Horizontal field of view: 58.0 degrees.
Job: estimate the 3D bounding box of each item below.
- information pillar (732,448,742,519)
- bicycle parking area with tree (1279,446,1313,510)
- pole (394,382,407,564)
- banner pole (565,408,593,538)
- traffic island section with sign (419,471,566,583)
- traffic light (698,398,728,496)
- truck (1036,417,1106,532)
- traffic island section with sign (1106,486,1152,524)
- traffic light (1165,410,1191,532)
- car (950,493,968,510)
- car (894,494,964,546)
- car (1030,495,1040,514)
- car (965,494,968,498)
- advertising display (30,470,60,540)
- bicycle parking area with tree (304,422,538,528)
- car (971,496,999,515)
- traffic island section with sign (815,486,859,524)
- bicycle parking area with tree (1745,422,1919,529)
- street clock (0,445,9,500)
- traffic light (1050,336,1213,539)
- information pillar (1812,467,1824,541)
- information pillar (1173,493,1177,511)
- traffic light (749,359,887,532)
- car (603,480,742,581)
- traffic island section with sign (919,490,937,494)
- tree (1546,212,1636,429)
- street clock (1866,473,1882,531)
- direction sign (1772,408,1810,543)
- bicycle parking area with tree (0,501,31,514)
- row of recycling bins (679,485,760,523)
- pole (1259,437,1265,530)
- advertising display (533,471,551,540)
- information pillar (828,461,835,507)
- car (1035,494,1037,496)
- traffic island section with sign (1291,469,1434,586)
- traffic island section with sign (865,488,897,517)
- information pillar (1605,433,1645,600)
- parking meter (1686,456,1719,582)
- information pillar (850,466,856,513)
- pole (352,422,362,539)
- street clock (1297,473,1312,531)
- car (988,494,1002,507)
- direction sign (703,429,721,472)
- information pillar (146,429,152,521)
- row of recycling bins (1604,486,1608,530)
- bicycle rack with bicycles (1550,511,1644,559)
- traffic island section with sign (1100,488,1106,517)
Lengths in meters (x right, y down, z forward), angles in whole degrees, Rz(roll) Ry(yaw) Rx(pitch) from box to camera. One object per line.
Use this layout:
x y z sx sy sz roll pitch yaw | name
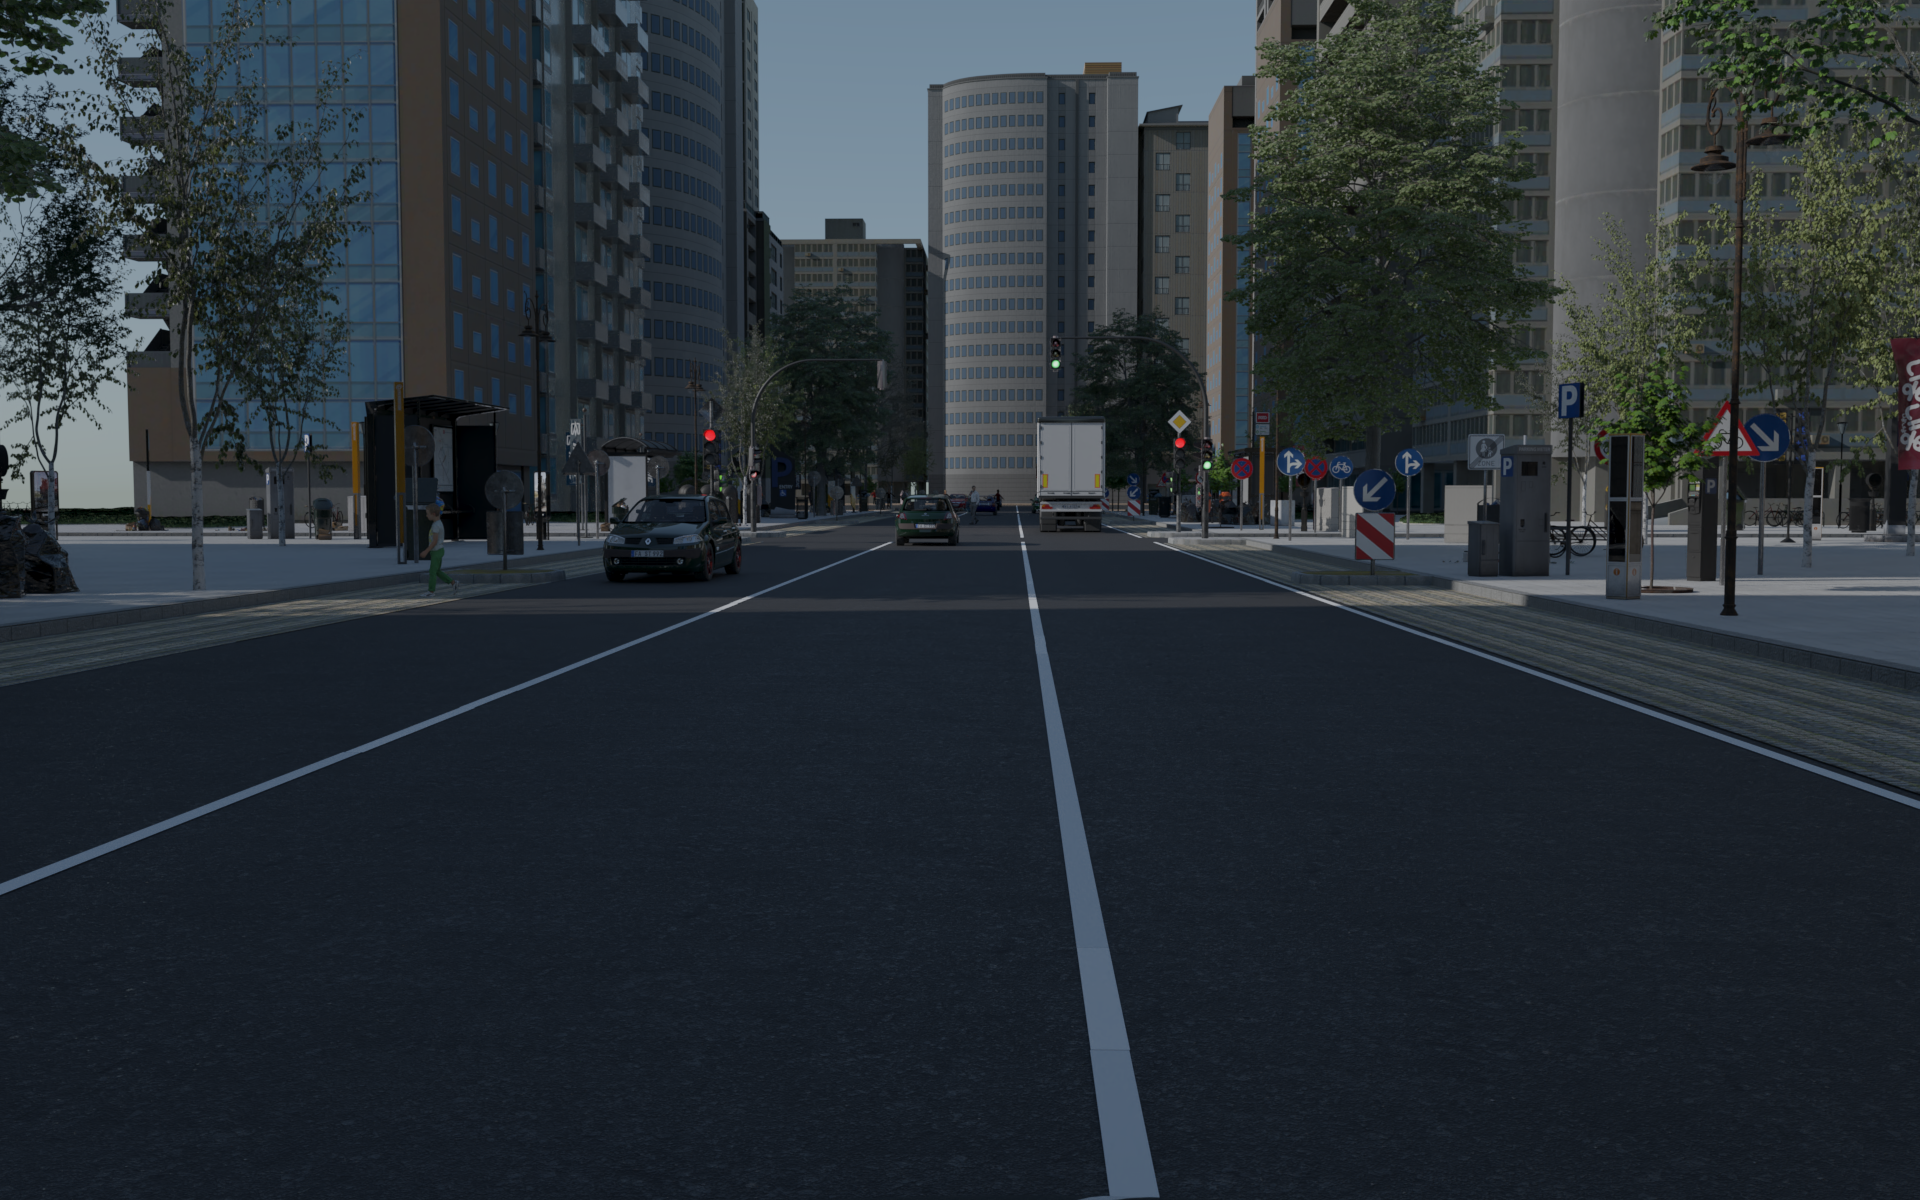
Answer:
-11.341 -5.927 88.258 0.504 3.616 0.183 1 4 8 | information pillar
19.789 -7.277 105.988 9.016 4.147 8.231 2 4 29 | bicycle parking area with tree
-10.207 -2.308 31.576 0.158 3.312 0.155 0 3 0 | pole
-11.093 -3.703 50.560 0.863 3.779 0.401 2 4 35 | banner pole
-7.606 -1.216 28.508 1.989 1.847 2.006 0 4 2 | traffic island section with sign
-7.197 -3.760 50.399 0.839 4.253 0.868 0 4 2 | traffic light
4.342 -4.857 68.332 2.839 4.237 11.283 0 4 3 | truck
8.144 -4.533 82.742 1.989 1.847 2.006 0 4 2 | traffic island section with sign
7.310 -4.222 57.948 0.839 4.253 0.868 0 4 2 | traffic light
-0.225 -8.826 153.339 2.155 1.783 4.494 0 4 4 | car
-0.904 -2.424 49.422 2.009 1.686 4.222 0 4 1 | car
6.248 -7.125 128.285 2.131 1.459 4.920 0 4 1 | car
0.181 -11.460 197.599 2.015 1.641 3.980 0 4 2 | car
-25.179 -2.596 47.663 0.123 1.923 0.974 1 4 11 | advertising display
-21.067 -4.988 68.563 8.231 4.147 9.016 1 4 13 | bicycle parking area with tree
1.654 -6.420 117.547 1.945 1.354 3.894 0 4 2 | car
-5.880 -4.555 83.097 1.989 1.847 2.006 0 4 2 | traffic island section with sign
35.623 -4.858 66.427 9.016 4.147 8.231 0 4 5 | bicycle parking area with tree
-14.059 -1.266 25.267 0.471 2.002 0.358 3 5 42 | street clock
4.964 -4.601 49.891 4.771 5.953 1.251 0 4 2 | traffic light
23.606 -2.646 47.758 0.304 2.012 0.304 1 4 22 | information pillar
16.478 -7.845 132.749 0.304 2.012 0.304 0 4 -4 | information pillar
-4.851 -5.118 58.349 4.771 5.953 1.251 0 4 2 | traffic light
-4.881 -1.219 29.709 2.009 1.686 4.222 0 4 3 | car
-3.440 -9.288 160.483 1.989 1.847 2.006 0 4 2 | traffic island section with sign
17.164 -5.716 43.815 4.737 8.622 4.395 0 3 0 | tree
31.688 -3.396 60.094 0.471 2.002 0.358 0 4 2 | street clock
21.864 -3.280 45.630 0.876 3.537 0.379 3 4 37 | direction sign
-47.445 -5.626 78.992 8.231 4.147 9.016 2 4 28 | bicycle parking area with tree
-10.534 -4.205 75.867 3.534 1.692 1.069 -1 4 -13 | row of recycling bins
10.776 -4.156 61.796 0.158 3.312 0.155 0 3 0 | pole
-11.678 -2.642 48.412 0.123 1.923 0.974 -2 4 -34 | advertising display
-8.054 -7.177 108.696 0.504 3.616 0.183 2 4 28 | information pillar
7.506 -8.512 147.850 2.281 1.827 5.304 0 4 4 | car
6.406 -1.178 27.890 1.989 1.847 2.006 0 4 2 | traffic island section with sign
-5.024 -6.233 110.538 1.989 1.847 2.006 0 4 2 | traffic island section with sign
8.103 -1.016 21.100 0.304 2.012 0.304 -2 4 -35 | information pillar
10.932 -1.210 25.502 0.399 1.863 0.255 -2 4 -25 | parking meter
-7.334 -7.788 118.693 0.183 3.616 0.504 2 4 30 | information pillar
-17.092 -3.376 49.044 0.158 3.312 0.155 0 3 0 | pole
11.833 -3.360 59.502 0.471 2.002 0.358 2 4 24 | street clock
3.691 -10.813 188.789 2.014 1.417 4.499 0 4 0 | car
-8.709 -4.214 60.897 0.379 3.537 0.876 3 4 36 | direction sign
-29.349 -4.361 62.652 0.183 3.616 0.504 -1 4 -21 | information pillar
22.911 -3.239 60.070 1.069 1.692 3.534 1 4 19 | row of recycling bins
12.126 -1.359 35.609 2.852 0.926 2.925 -3 5 -40 | bicycle rack with bicycles
8.979 -6.181 109.685 1.989 1.847 2.006 0 4 2 | traffic island section with sign
